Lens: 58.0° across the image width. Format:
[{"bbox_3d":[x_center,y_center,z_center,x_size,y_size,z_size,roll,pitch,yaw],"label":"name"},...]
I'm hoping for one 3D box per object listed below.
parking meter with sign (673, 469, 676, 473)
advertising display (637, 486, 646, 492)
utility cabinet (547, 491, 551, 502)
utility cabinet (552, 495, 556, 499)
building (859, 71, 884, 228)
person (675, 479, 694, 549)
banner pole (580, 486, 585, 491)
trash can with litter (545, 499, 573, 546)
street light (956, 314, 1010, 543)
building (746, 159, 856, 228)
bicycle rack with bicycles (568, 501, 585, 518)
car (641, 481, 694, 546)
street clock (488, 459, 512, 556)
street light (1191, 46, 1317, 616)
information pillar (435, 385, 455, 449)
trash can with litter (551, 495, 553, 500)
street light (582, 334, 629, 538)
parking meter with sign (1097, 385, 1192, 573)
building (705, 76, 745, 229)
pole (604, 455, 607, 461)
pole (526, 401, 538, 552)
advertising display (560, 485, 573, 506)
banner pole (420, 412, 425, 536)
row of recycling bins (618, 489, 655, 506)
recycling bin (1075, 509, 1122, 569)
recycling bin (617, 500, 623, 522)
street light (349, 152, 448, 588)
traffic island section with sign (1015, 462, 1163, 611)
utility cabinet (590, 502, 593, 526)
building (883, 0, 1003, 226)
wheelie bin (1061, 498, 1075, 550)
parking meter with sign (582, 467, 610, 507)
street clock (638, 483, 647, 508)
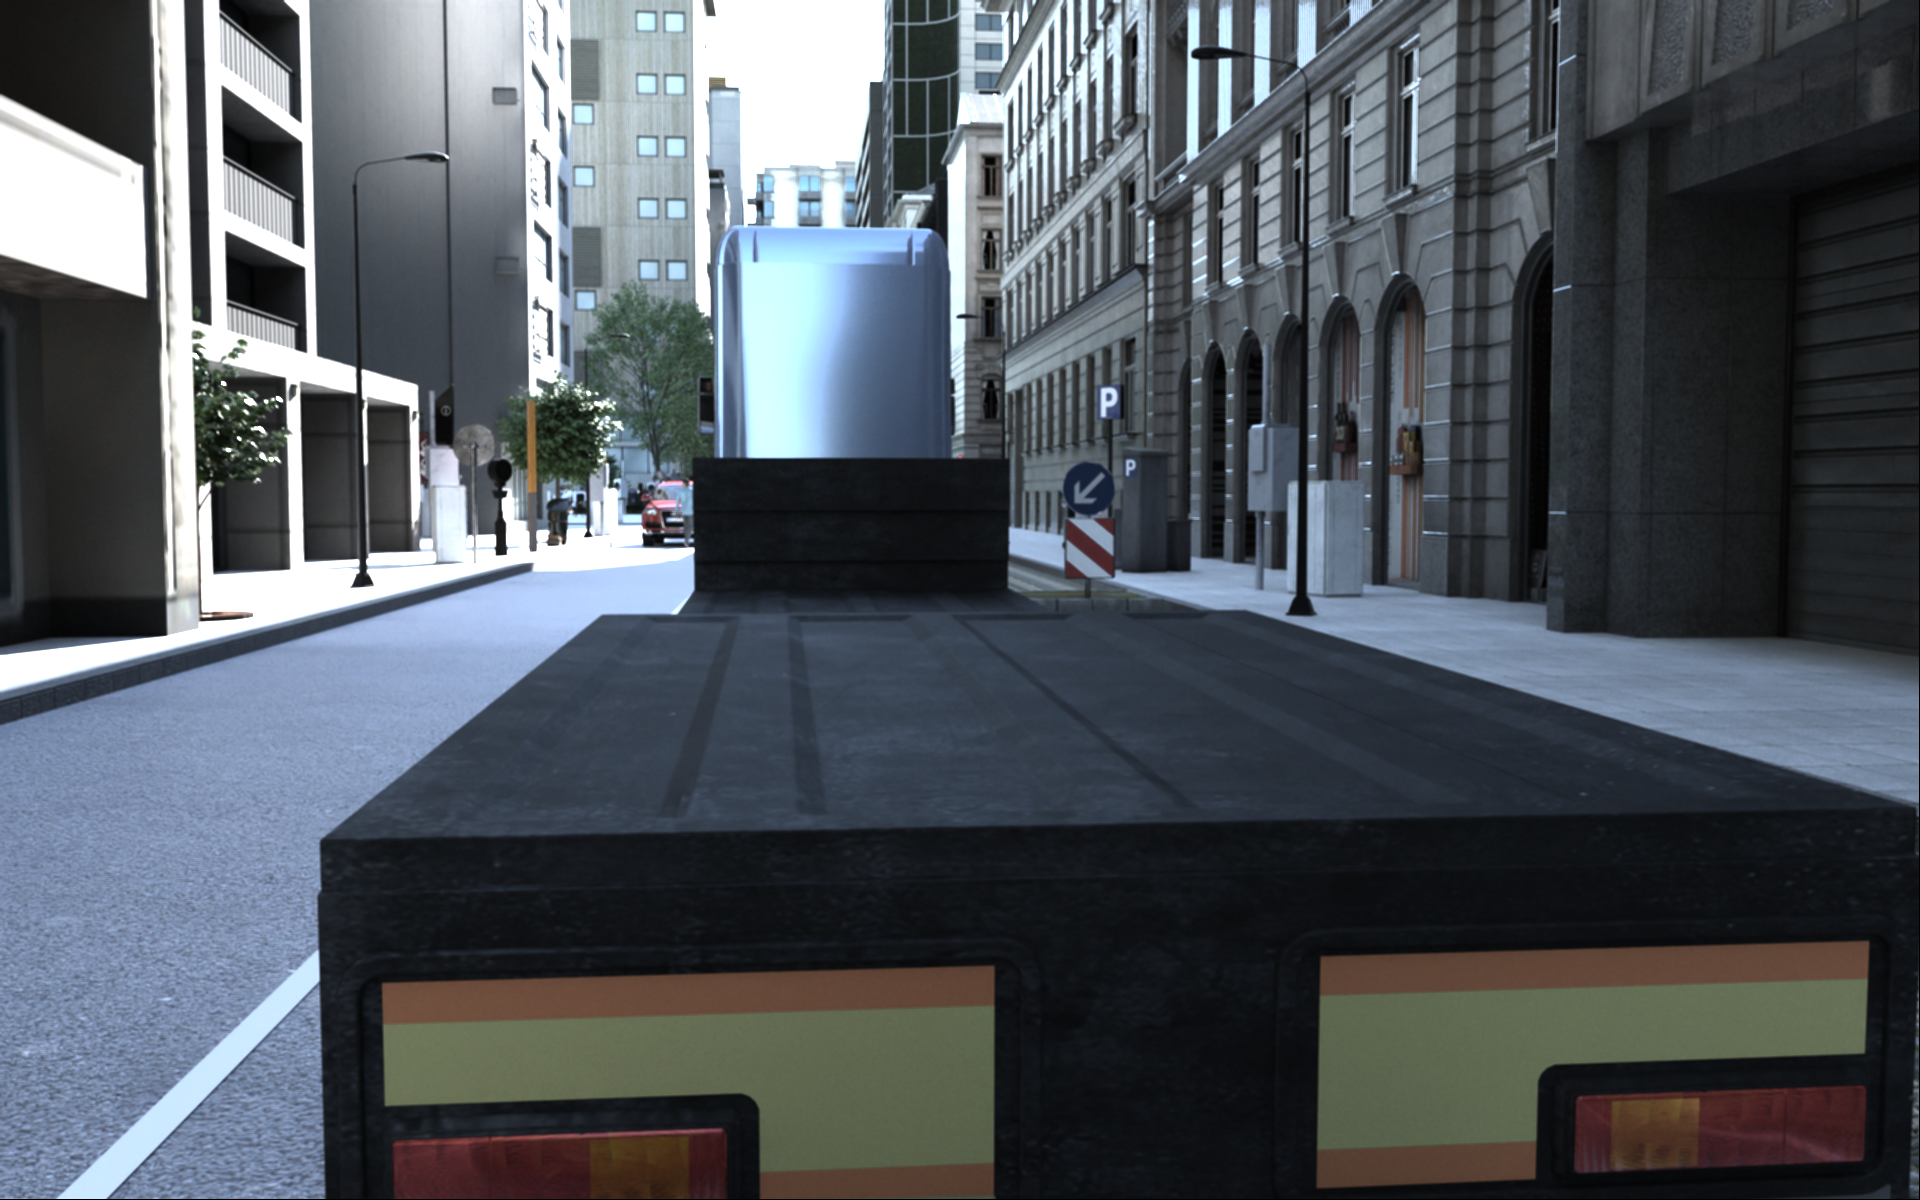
[{"bbox_3d":[-19.099,-7.625,120.925,1.738,3.016,0.543,0,4,-1],"label":"parking meter with sign"},{"bbox_3d":[-26.000,-8.319,141.226,0.974,1.923,0.123,3,5,42],"label":"advertising display"},{"bbox_3d":[-30.616,-7.251,127.233,1.173,1.500,0.318,1,4,10],"label":"utility cabinet"},{"bbox_3d":[-29.018,-7.002,125.643,1.020,1.237,0.306,0,4,7],"label":"utility cabinet"},{"bbox_3d":[-0.002,-35.016,196.221,21.300,48.544,21.600,0,4,-5],"label":"building"},{"bbox_3d":[-7.238,-2.286,45.739,0.638,1.841,0.748,1,4,18],"label":"person"},{"bbox_3d":[-30.463,-9.179,140.090,0.401,3.779,0.863,2,4,28],"label":"banner pole"},{"bbox_3d":[-9.927,-1.924,42.838,0.624,1.170,1.055,0,4,-6],"label":"trash can with litter"},{"bbox_3d":[0.596,-4.422,44.840,1.470,5.913,1.316,0,4,-5],"label":"street light"},{"bbox_3d":[-15.361,-38.604,250.790,30.456,49.044,23.786,0,4,-5],"label":"building"},{"bbox_3d":[-22.157,-5.003,95.176,2.852,0.926,2.925,-2,4,-32],"label":"bicycle rack with bicycles"},{"bbox_3d":[-7.821,-2.474,49.116,2.281,1.827,5.304,0,4,-5],"label":"car"},{"bbox_3d":[-9.505,-1.912,35.831,0.358,2.002,0.471,2,4,33],"label":"street clock"},{"bbox_3d":[3.087,-2.791,18.173,1.470,5.913,1.316,0,4,-5],"label":"street light"},{"bbox_3d":[-11.080,-2.806,37.225,0.504,3.616,0.183,0,4,5],"label":"information pillar"},{"bbox_3d":[-30.662,-7.212,128.972,2.233,1.210,1.678,-1,4,-23],"label":"trash can with litter"},{"bbox_3d":[-10.287,-4.757,50.322,1.470,5.913,1.316,0,4,-5],"label":"street light"},{"bbox_3d":[3.056,-1.963,28.348,1.738,3.016,0.543,-3,4,-39],"label":"parking meter with sign"},{"bbox_3d":[-44.715,-43.090,246.512,28.212,58.520,21.231,0,4,-5],"label":"building"},{"bbox_3d":[-18.707,-5.967,91.407,0.158,3.312,0.155,0,3,0],"label":"pole"},{"bbox_3d":[-9.400,-2.703,38.040,0.158,3.312,0.155,0,3,0],"label":"pole"},{"bbox_3d":[-28.197,-7.275,124.165,0.974,1.923,0.123,1,4,14],"label":"advertising display"},{"bbox_3d":[-16.534,-3.829,52.622,0.863,3.779,0.401,-2,4,-35],"label":"banner pole"},{"bbox_3d":[-24.289,-7.559,130.695,3.534,1.692,1.069,-1,4,-18],"label":"row of recycling bins"},{"bbox_3d":[2.439,-1.057,29.843,0.722,1.027,0.722,2,4,28],"label":"recycling bin"},{"bbox_3d":[-15.815,-4.063,78.977,0.722,1.027,0.722,-2,4,-31],"label":"recycling bin"},{"bbox_3d":[-7.662,-3.127,23.668,1.470,5.913,1.316,0,4,-5],"label":"street light"},{"bbox_3d":[1.399,-0.812,21.912,1.989,1.847,2.006,0,4,-5],"label":"traffic island section with sign"},{"bbox_3d":[-14.696,-3.587,69.813,0.306,1.237,1.020,-2,4,-25],"label":"utility cabinet"},{"bbox_3d":[0.823,-45.027,174.448,20.563,71.187,20.611,0,4,-5],"label":"building"},{"bbox_3d":[2.671,-1.915,39.217,0.693,1.594,0.980,-1,4,-9],"label":"wheelie bin"},{"bbox_3d":[-23.718,-7.127,112.782,1.738,3.016,0.543,0,4,3],"label":"parking meter with sign"},{"bbox_3d":[-21.208,-6.756,115.038,0.358,2.002,0.471,0,4,1],"label":"street clock"}]
